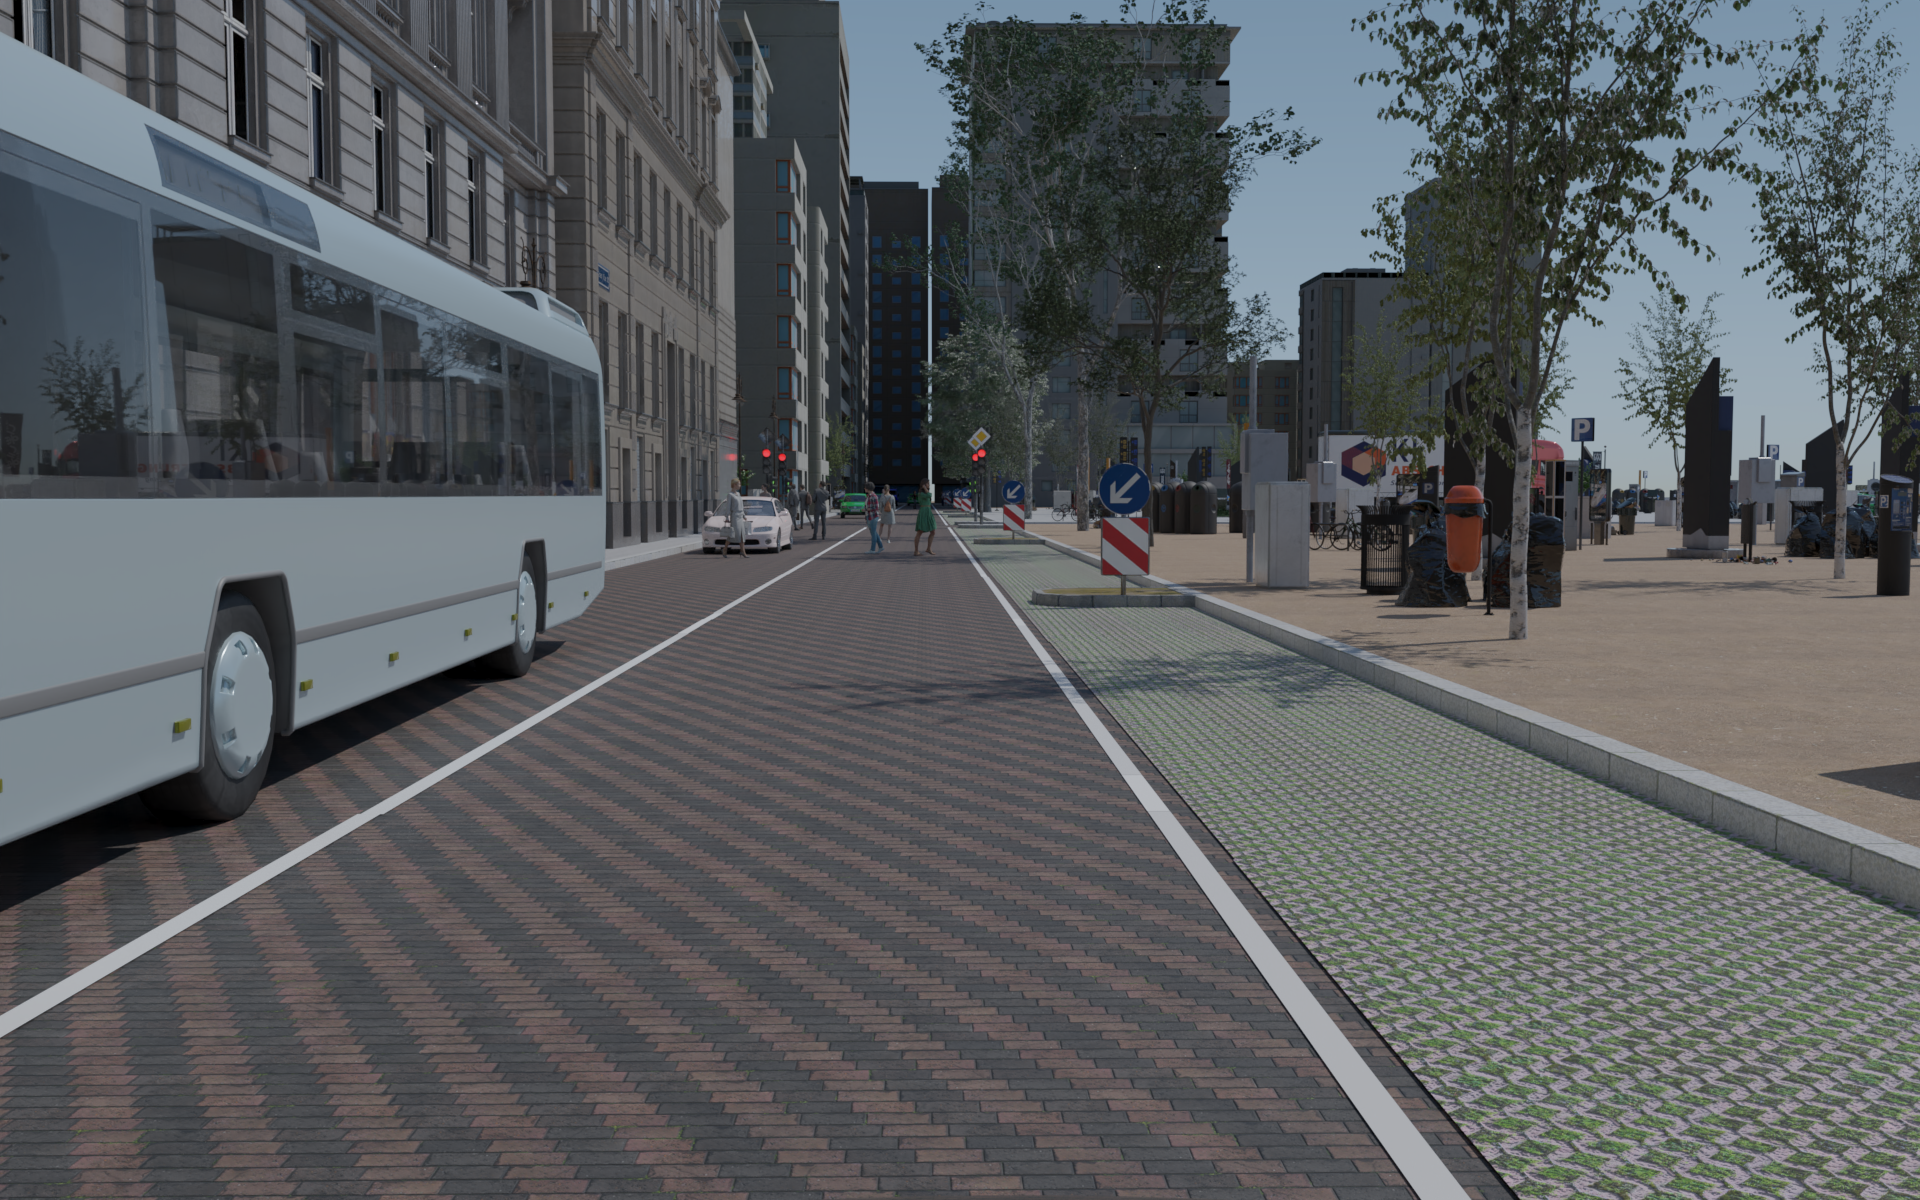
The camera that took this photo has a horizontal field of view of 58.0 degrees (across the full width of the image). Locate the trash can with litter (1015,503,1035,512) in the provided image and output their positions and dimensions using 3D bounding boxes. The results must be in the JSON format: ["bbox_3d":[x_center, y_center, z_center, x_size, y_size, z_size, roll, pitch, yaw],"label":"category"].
[{"bbox_3d":[4.355,-7.027,125.942,2.233,1.210,1.678,0,4,2],"label":"trash can with litter"}]

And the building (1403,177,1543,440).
[{"bbox_3d":[66.441,-33.175,225.998,14.086,41.232,14.154,0,4,-1],"label":"building"}]

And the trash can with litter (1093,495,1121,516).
[{"bbox_3d":[8.511,-5.601,102.629,2.233,1.210,1.678,0,4,7],"label":"trash can with litter"}]

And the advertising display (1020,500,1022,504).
[{"bbox_3d":[4.970,-8.338,141.542,0.123,1.923,0.974,0,4,-3],"label":"advertising display"}]

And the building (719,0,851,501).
[{"bbox_3d":[-21.601,-33.127,165.332,21.300,48.544,21.600,0,4,-1],"label":"building"}]

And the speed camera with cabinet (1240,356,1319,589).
[{"bbox_3d":[4.404,-1.828,24.217,0.660,3.252,2.038,0,4,-1],"label":"speed camera with cabinet"}]

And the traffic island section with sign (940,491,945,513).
[{"bbox_3d":[-0.315,-7.576,132.488,1.989,1.847,2.006,0,4,-1],"label":"traffic island section with sign"}]

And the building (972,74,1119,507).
[{"bbox_3d":[8.156,-29.896,172.400,14.154,41.232,14.086,0,4,-1],"label":"building"}]

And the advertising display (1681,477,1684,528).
[{"bbox_3d":[27.631,-3.671,65.231,0.974,1.923,0.123,1,4,21],"label":"advertising display"}]

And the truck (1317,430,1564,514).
[{"bbox_3d":[21.830,-5.415,77.453,11.283,4.237,2.839,0,4,1],"label":"truck"}]

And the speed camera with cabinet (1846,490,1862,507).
[{"bbox_3d":[37.028,-4.852,73.659,2.038,3.252,0.660,0,4,1],"label":"speed camera with cabinet"}]

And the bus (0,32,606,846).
[{"bbox_3d":[-4.489,-0.945,10.318,2.948,3.499,13.247,0,4,-2],"label":"bus"}]

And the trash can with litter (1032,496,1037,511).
[{"bbox_3d":[5.638,-7.418,132.671,0.624,1.170,1.055,-1,4,-20],"label":"trash can with litter"}]

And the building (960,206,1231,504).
[{"bbox_3d":[16.248,-32.243,219.055,32.217,40.220,23.993,0,4,-1],"label":"building"}]

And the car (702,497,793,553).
[{"bbox_3d":[-5.266,-1.893,43.307,2.083,1.381,4.827,0,4,1],"label":"car"}]

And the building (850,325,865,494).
[{"bbox_3d":[-24.897,-21.178,191.297,27.650,21.520,28.899,0,4,-1],"label":"building"}]

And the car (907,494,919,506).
[{"bbox_3d":[-5.545,-12.466,212.609,1.959,1.807,4.718,0,3,0],"label":"car"}]

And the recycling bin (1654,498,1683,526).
[{"bbox_3d":[28.217,-3.459,69.111,0.722,1.027,0.722,-3,5,-44],"label":"recycling bin"}]

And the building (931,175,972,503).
[{"bbox_3d":[3.074,-36.428,245.712,14.200,45.320,14.600,0,4,-1],"label":"building"}]

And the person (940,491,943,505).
[{"bbox_3d":[-2.154,-12.906,219.647,1.348,1.807,0.705,-3,5,-44],"label":"person"}]

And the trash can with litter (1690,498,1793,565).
[{"bbox_3d":[14.717,-1.306,32.415,1.678,1.210,2.233,1,4,14],"label":"trash can with litter"}]

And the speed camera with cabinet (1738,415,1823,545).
[{"bbox_3d":[20.762,-3.026,43.806,2.038,3.252,0.660,-1,4,-11],"label":"speed camera with cabinet"}]

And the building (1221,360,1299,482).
[{"bbox_3d":[52.123,-25.037,254.400,28.899,21.520,27.650,0,4,-1],"label":"building"}]

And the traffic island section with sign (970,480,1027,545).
[{"bbox_3d":[1.393,-2.508,49.635,1.989,1.847,2.006,0,4,-1],"label":"traffic island section with sign"}]

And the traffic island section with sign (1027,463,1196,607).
[{"bbox_3d":[1.961,-0.860,22.686,1.989,1.847,2.006,0,4,-1],"label":"traffic island section with sign"}]

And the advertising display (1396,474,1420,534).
[{"bbox_3d":[14.353,-3.048,55.046,0.974,1.923,0.123,0,4,5],"label":"advertising display"}]

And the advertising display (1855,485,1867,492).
[{"bbox_3d":[63.455,-7.132,121.819,0.974,1.923,0.123,0,4,-2],"label":"advertising display"}]

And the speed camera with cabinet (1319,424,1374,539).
[{"bbox_3d":[10.888,-3.379,49.581,2.038,3.252,0.660,-2,4,-27],"label":"speed camera with cabinet"}]

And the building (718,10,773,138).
[{"bbox_3d":[-27.891,-27.124,135.357,32.217,40.220,23.993,0,4,-1],"label":"building"}]

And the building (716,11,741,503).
[{"bbox_3d":[-18.005,-13.293,66.484,18.267,20.994,9.793,0,4,-1],"label":"building"}]

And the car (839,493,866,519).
[{"bbox_3d":[-6.211,-5.757,102.921,1.959,1.807,4.718,0,4,-3],"label":"car"}]

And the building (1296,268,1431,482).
[{"bbox_3d":[52.306,-27.769,225.725,14.107,30.474,14.160,0,4,-1],"label":"building"}]

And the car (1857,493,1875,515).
[{"bbox_3d":[40.162,-4.280,78.767,4.718,1.807,1.959,0,4,-2],"label":"car"}]

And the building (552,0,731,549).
[{"bbox_3d":[-13.935,-15.401,49.067,12.463,27.353,25.104,0,4,-1],"label":"building"}]

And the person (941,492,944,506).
[{"bbox_3d":[-1.985,-11.372,195.364,0.436,1.711,0.756,0,4,6],"label":"person"}]

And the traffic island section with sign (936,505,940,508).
[{"bbox_3d":[-1.361,-10.651,182.779,1.989,1.847,2.006,0,4,-1],"label":"traffic island section with sign"}]

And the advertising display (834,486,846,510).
[{"bbox_3d":[-9.859,-8.362,141.940,0.974,1.923,0.123,0,4,3],"label":"advertising display"}]

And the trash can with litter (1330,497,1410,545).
[{"bbox_3d":[10.664,-2.037,44.369,1.678,1.210,2.233,2,4,29],"label":"trash can with litter"}]

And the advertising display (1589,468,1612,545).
[{"bbox_3d":[16.203,-2.363,43.853,0.123,1.923,0.974,0,4,-5],"label":"advertising display"}]

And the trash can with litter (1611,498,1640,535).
[{"bbox_3d":[20.627,-2.612,54.095,1.055,1.170,0.624,0,4,-5],"label":"trash can with litter"}]

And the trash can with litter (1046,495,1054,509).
[{"bbox_3d":[7.740,-8.269,146.251,1.678,1.210,2.233,2,4,28],"label":"trash can with litter"}]

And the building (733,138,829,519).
[{"bbox_3d":[-22.142,-15.504,98.537,27.650,21.520,28.899,0,4,-1],"label":"building"}]

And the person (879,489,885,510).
[{"bbox_3d":[-5.202,-6.685,118.292,0.782,1.767,0.515,2,4,28],"label":"person"}]

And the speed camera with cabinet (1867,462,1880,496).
[{"bbox_3d":[54.935,-6.797,105.471,2.038,3.252,0.660,1,4,13],"label":"speed camera with cabinet"}]

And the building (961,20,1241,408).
[{"bbox_3d":[14.700,-36.924,192.939,28.713,52.752,27.495,0,4,-1],"label":"building"}]

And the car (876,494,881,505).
[{"bbox_3d":[-7.694,-9.365,161.919,1.959,1.807,4.718,0,4,-1],"label":"car"}]

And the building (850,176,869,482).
[{"bbox_3d":[-18.868,-33.052,224.000,14.086,41.232,14.154,0,4,-1],"label":"building"}]

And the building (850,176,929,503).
[{"bbox_3d":[-11.608,-36.482,246.597,14.200,45.320,14.600,0,4,-1],"label":"building"}]

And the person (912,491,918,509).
[{"bbox_3d":[-4.206,-9.446,163.765,0.721,1.723,1.217,2,4,33],"label":"person"}]

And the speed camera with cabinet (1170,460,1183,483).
[{"bbox_3d":[13.433,-6.579,101.906,2.038,3.252,0.660,1,4,17],"label":"speed camera with cabinet"}]

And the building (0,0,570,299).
[{"bbox_3d":[-14.180,-11.186,24.689,13.314,21.916,24.055,0,4,-1],"label":"building"}]

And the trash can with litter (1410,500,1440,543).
[{"bbox_3d":[9.108,-1.359,33.602,0.624,1.170,1.055,3,5,43],"label":"trash can with litter"}]

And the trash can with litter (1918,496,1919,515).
[{"bbox_3d":[63.315,-6.280,113.736,1.678,1.210,2.233,-1,4,-15],"label":"trash can with litter"}]

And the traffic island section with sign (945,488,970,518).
[{"bbox_3d":[0.247,-5.907,105.214,1.989,1.847,2.006,0,4,-1],"label":"traffic island section with sign"}]

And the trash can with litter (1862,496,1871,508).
[{"bbox_3d":[69.018,-7.292,130.282,1.678,1.210,2.233,-1,4,-21],"label":"trash can with litter"}]
